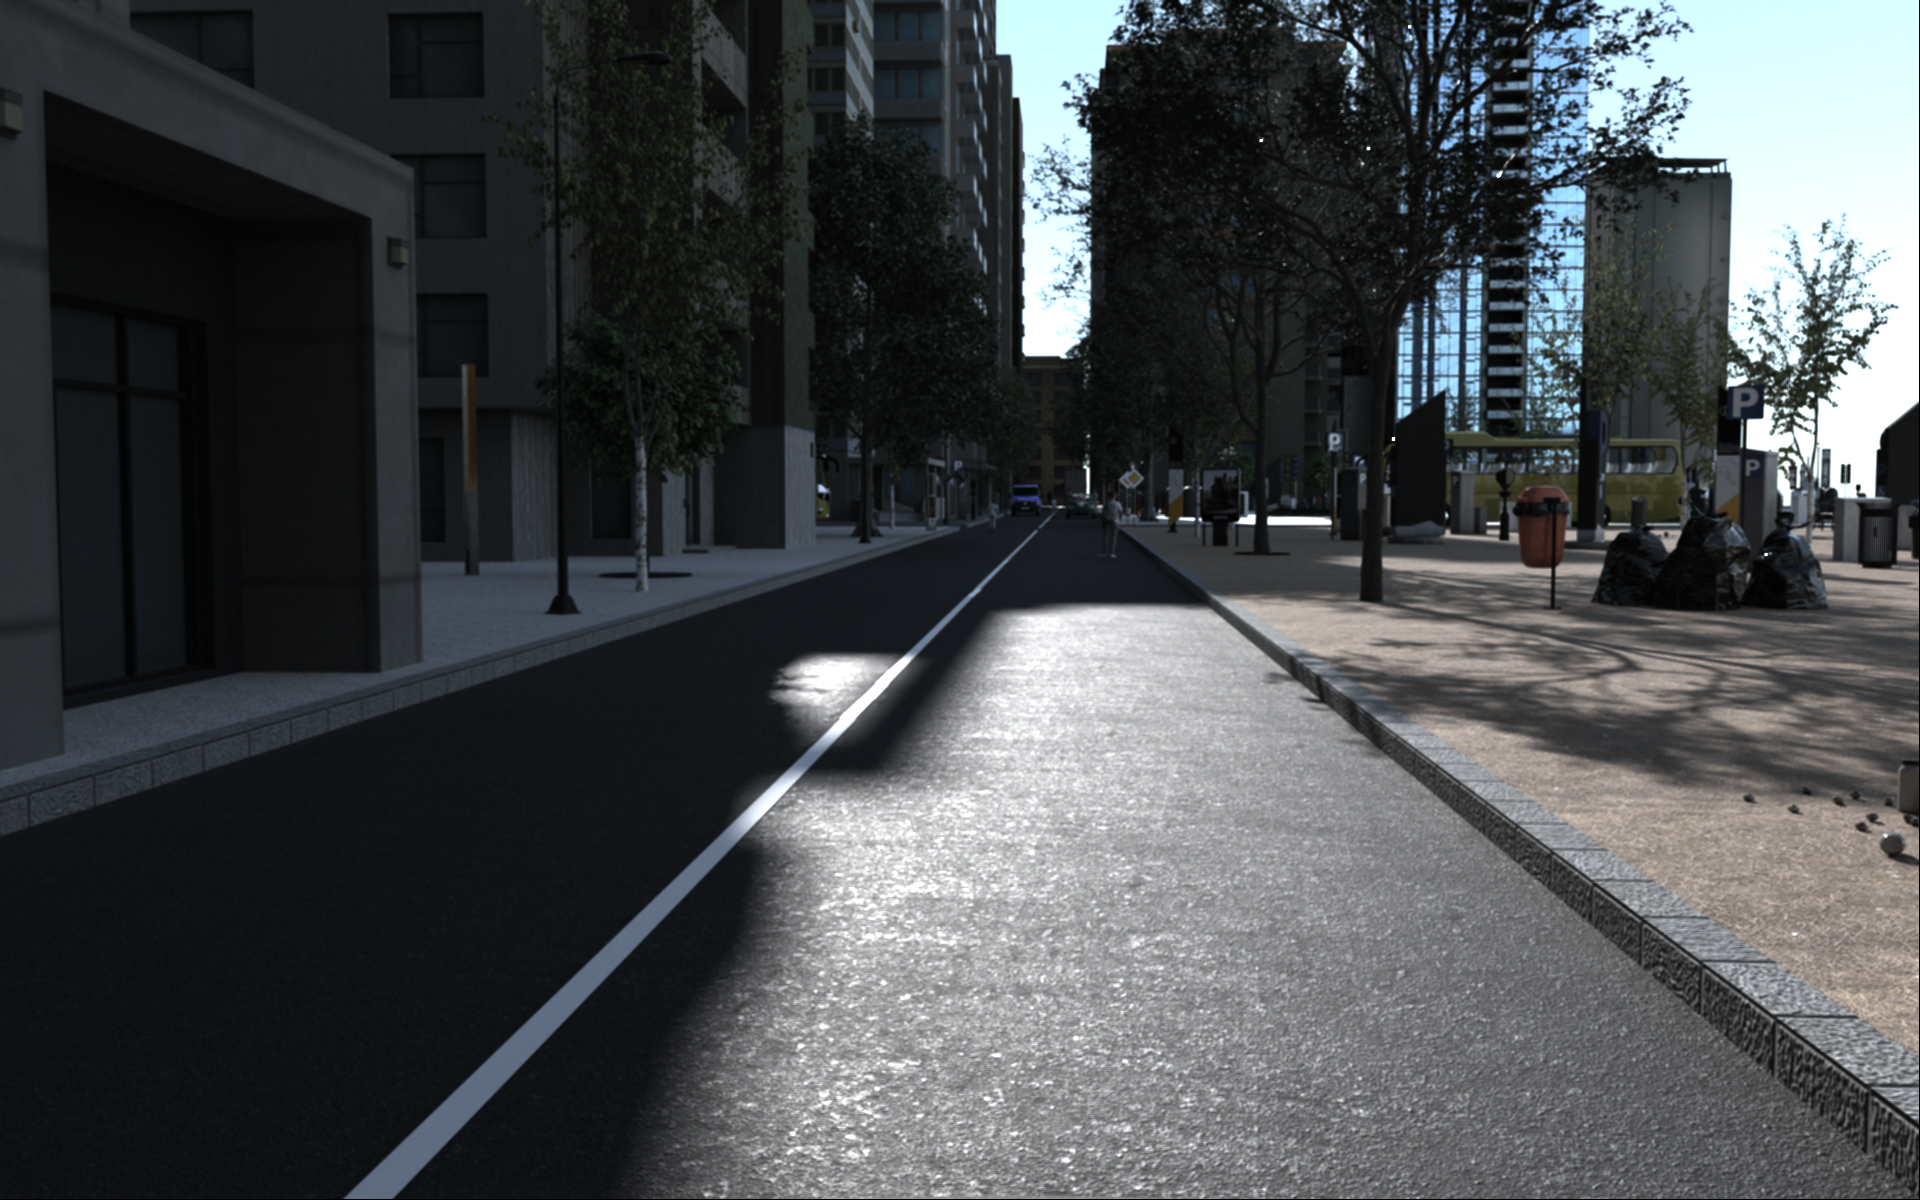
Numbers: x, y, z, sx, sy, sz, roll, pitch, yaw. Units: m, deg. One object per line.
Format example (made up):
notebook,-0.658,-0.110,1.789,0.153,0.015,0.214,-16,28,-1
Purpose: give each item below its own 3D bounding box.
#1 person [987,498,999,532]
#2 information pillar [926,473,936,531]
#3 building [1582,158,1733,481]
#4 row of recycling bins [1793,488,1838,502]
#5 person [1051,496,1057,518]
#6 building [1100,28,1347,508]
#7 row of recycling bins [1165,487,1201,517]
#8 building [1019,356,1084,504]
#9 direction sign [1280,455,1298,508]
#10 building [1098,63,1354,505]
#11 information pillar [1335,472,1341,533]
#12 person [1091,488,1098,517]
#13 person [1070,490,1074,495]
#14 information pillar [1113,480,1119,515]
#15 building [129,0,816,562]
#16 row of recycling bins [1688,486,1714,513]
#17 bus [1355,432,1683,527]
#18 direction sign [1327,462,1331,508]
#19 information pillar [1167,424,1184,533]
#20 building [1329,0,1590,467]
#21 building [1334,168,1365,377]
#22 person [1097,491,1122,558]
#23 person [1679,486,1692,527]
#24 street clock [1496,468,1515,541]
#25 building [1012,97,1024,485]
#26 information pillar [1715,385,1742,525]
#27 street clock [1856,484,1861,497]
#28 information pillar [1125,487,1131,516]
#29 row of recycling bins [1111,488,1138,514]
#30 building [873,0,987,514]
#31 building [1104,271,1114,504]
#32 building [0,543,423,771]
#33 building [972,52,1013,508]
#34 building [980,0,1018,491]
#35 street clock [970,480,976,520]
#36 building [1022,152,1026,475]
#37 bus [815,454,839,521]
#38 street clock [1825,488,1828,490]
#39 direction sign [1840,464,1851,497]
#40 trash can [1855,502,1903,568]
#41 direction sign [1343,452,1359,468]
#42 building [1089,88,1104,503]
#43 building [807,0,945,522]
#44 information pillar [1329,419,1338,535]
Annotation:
person,1.214,-3.186,64.865,0.425,1.301,0.394,-1,4,-15
information pillar,-1.009,-3.435,60.649,0.304,2.012,0.304,-1,4,-16
building,84.816,-32.370,212.851,14.086,41.232,14.154,0,4,4
row of recycling bins,54.335,-6.301,110.138,1.069,1.692,3.534,-1,4,-16
person,5.502,-5.449,101.869,0.394,1.301,0.425,2,4,28
building,24.832,-31.400,168.008,22.147,44.769,28.867,0,4,4
row of recycling bins,13.055,-5.408,95.540,3.534,1.692,1.069,-1,4,-12
building,3.138,-24.621,247.590,28.899,21.520,27.650,0,4,4
direction sign,19.323,-6.677,101.167,0.876,3.537,0.379,-2,4,-23
building,31.060,-37.958,209.858,28.713,52.752,27.495,0,4,4
information pillar,12.699,-3.258,57.756,0.304,2.012,0.304,1,4,18
person,8.284,-6.031,107.283,0.511,1.800,0.466,2,4,27
person,9.455,-8.384,145.823,0.600,1.795,0.529,-1,4,-10
information pillar,8.119,-5.225,89.916,0.304,2.012,0.304,0,4,8
building,-11.230,-16.288,38.008,14.160,30.474,14.107,0,4,4
row of recycling bins,38.110,-4.950,88.041,1.069,1.692,3.534,0,4,-4
bus,22.166,-4.738,69.016,12.252,3.916,2.896,0,4,4
direction sign,26.256,-8.026,123.214,0.379,3.537,0.876,2,4,28
information pillar,7.183,-4.058,57.696,0.504,3.616,0.183,1,4,11
building,61.985,-54.864,209.701,31.000,86.520,22.319,0,4,4
building,58.329,-37.694,240.003,21.600,48.544,21.300,0,4,4
person,3.372,-1.705,38.980,0.503,1.515,0.523,-2,4,-24
person,29.445,-3.742,70.228,0.362,1.759,0.519,-2,4,-28
street clock,15.060,-2.648,47.871,0.471,2.002,0.358,-1,4,-19
building,-0.128,-33.174,192.499,14.600,45.320,14.200,0,4,4
information pillar,16.411,-2.793,37.028,0.504,3.616,0.183,2,4,26
street clock,65.614,-7.460,126.546,0.358,2.002,0.471,1,4,12
information pillar,9.818,-5.912,101.146,0.304,2.012,0.304,-1,4,-11
row of recycling bins,10.790,-6.315,110.369,1.069,1.692,3.534,3,5,42
building,-9.642,-30.664,120.971,23.786,49.044,30.456,0,4,4
building,22.875,-25.600,190.265,14.160,30.474,14.107,0,4,4
building,-14.577,-34.798,7.207,20.563,71.187,20.611,0,4,4
building,-2.508,-28.947,156.876,14.154,41.232,14.086,0,4,4
building,-4.579,-44.966,173.449,20.563,71.187,20.611,0,4,4
street clock,0.661,-5.016,86.584,0.358,2.002,0.471,0,4,7
building,-7.276,-36.325,213.526,30.456,49.044,23.786,0,4,4
bus,-11.289,-4.901,71.672,12.252,3.916,2.896,0,4,5
street clock,62.708,-7.384,125.300,0.358,2.002,0.471,1,4,14
direction sign,66.333,-8.426,129.765,0.379,3.537,0.876,-1,4,-21
trash can,15.971,-1.130,30.134,0.748,1.137,0.748,0,3,0
direction sign,20.967,-6.180,93.034,0.876,3.537,0.379,-1,4,-10
building,32.422,-42.817,242.060,28.212,58.520,21.231,0,4,4
building,-17.215,-24.136,86.501,32.217,40.220,23.993,0,4,4
information pillar,11.645,-3.829,53.964,0.183,3.616,0.504,0,4,1
